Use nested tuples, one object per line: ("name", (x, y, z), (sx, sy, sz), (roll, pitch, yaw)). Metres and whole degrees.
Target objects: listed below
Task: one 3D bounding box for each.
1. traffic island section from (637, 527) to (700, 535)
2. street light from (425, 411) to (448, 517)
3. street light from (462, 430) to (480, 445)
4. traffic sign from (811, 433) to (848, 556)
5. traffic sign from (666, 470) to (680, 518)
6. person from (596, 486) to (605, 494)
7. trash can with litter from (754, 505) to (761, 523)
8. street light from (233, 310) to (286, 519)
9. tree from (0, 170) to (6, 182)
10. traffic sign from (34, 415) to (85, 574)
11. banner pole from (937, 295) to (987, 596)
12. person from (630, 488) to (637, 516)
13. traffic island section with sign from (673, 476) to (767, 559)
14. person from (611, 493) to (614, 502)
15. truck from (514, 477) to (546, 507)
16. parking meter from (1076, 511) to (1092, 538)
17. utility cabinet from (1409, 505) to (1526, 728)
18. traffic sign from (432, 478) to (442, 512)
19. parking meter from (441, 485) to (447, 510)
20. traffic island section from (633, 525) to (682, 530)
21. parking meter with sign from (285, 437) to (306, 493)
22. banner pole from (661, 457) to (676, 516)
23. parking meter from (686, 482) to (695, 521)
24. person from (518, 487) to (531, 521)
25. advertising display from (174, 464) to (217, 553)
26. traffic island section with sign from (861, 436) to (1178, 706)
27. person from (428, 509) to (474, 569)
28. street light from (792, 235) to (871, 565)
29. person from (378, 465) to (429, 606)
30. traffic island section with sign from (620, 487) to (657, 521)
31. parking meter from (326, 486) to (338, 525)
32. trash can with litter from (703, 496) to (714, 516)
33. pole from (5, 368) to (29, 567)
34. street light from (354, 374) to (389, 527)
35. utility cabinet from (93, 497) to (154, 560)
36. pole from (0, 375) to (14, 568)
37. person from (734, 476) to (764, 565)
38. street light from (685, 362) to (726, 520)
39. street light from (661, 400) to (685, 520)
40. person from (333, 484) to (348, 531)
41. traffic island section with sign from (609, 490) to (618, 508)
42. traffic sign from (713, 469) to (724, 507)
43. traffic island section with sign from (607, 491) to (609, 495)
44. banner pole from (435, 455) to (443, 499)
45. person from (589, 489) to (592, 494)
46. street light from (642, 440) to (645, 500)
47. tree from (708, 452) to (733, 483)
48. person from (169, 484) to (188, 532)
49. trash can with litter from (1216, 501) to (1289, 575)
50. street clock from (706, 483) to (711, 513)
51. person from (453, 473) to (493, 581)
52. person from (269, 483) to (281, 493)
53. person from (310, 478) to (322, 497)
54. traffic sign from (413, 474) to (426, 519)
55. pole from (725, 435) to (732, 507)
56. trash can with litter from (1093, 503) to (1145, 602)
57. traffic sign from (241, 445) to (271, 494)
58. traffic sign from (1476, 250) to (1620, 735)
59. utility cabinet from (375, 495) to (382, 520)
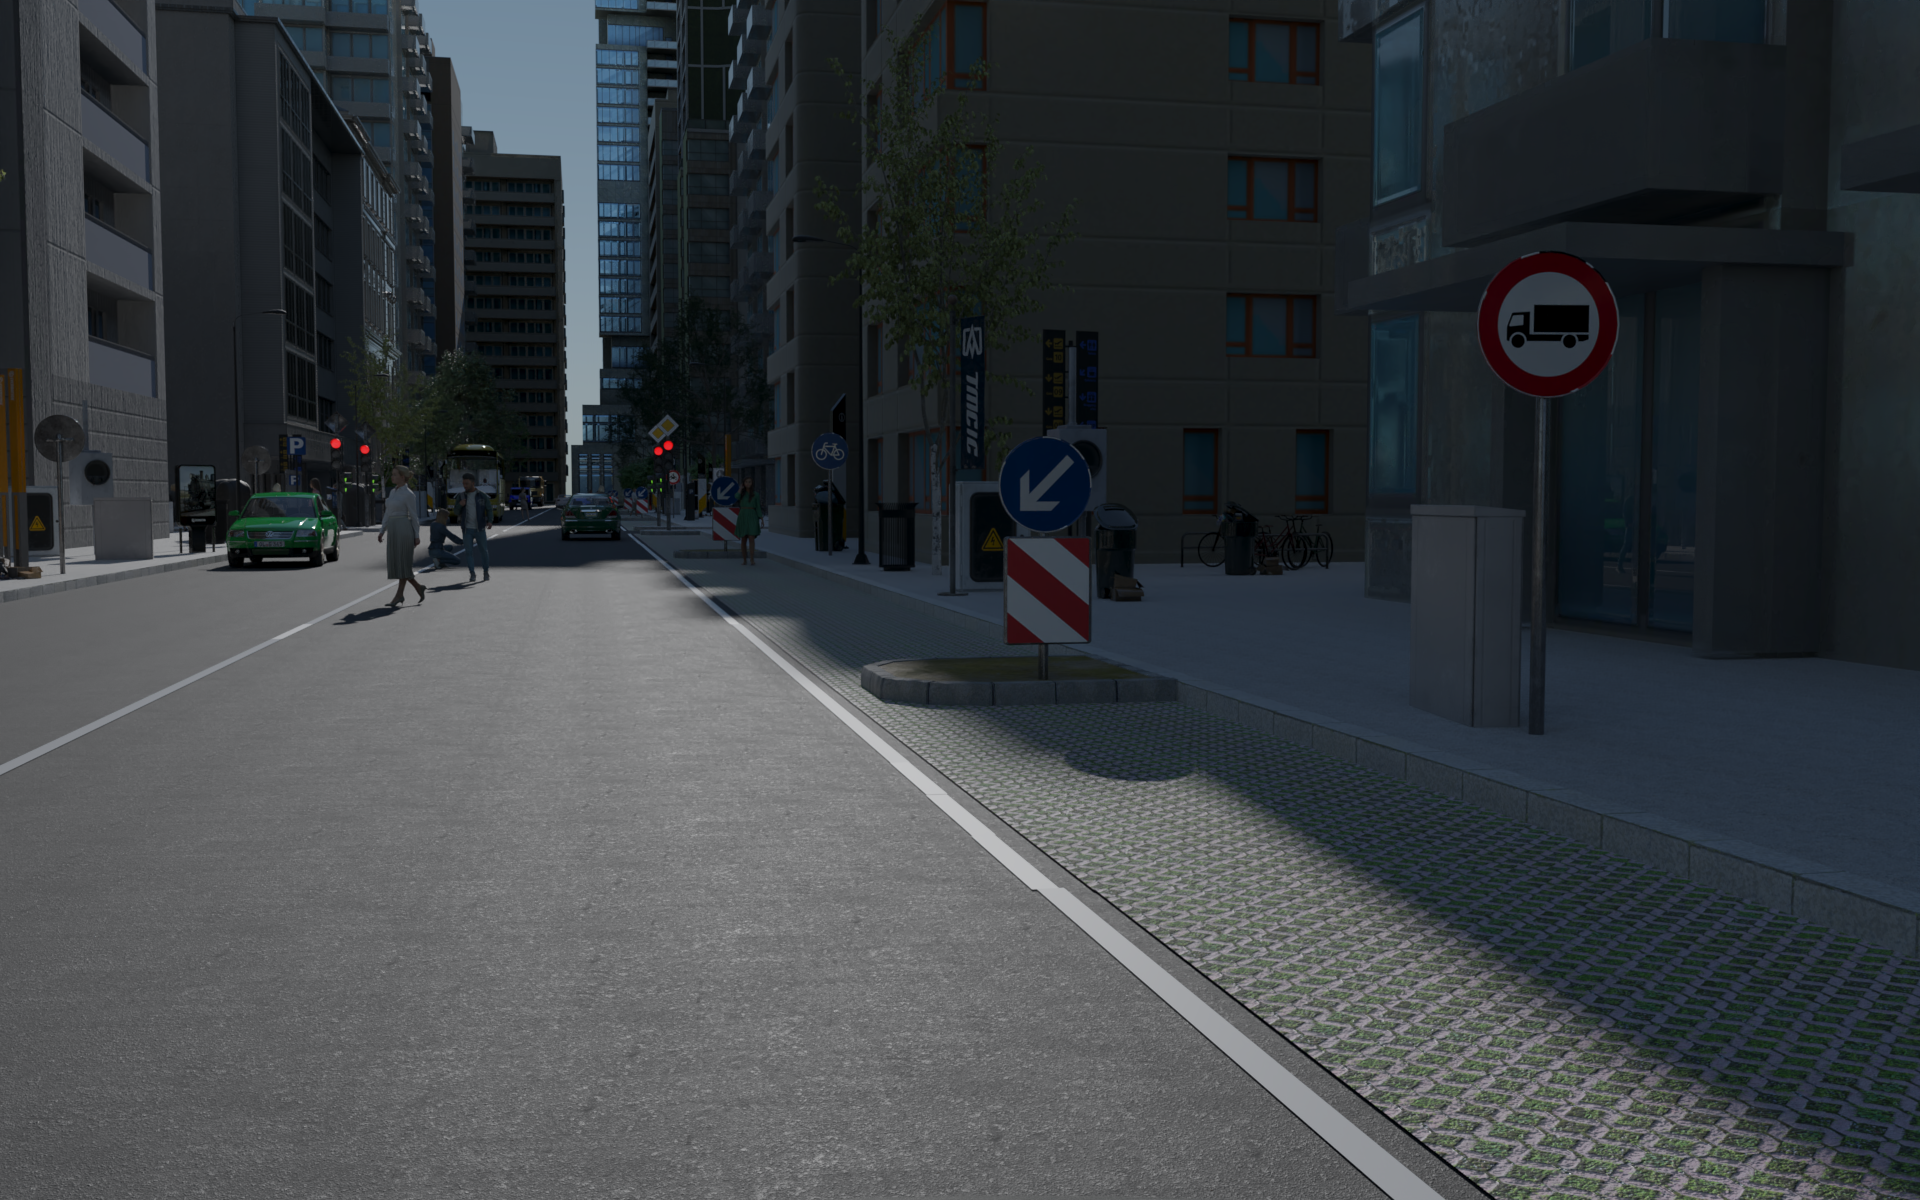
("traffic island section", (-10.253, -2.375, 61.108), (2.009, 0.180, 2.903), (-1, 4, -12))
("street light", (-29.156, -7.573, 96.367), (1.470, 5.913, 1.316), (-1, 4, -12))
("street light", (-35.454, -9.349, 125.399), (1.470, 5.913, 1.316), (-1, 4, -12))
("traffic sign", (-2.701, -2.197, 36.029), (0.768, 2.556, 0.104), (0, 4, -5))
("traffic sign", (-15.116, -5.581, 91.359), (0.768, 2.556, 0.104), (0, 4, -3))
("person", (-15.659, -4.091, 75.573), (0.537, 1.800, 0.526), (1, 4, 13))
("trash can with litter", (-8.819, -3.735, 72.460), (1.055, 1.170, 0.624), (3, 5, 39))
("street light", (-17.658, -4.350, 43.662), (1.470, 5.913, 1.316), (-1, 4, -12))
("tree", (-13.153, -4.266, 20.118), (4.360, 8.622, 3.978), (0, 3, 0))
("traffic sign", (-14.420, -1.691, 27.762), (0.768, 2.556, 0.104), (0, 4, -8))
("banner pole", (0.054, -1.936, 21.667), (0.401, 3.779, 0.863), (-3, 5, -39))
("person", (-20.858, -6.240, 110.747), (0.641, 1.798, 0.478), (3, 4, 36))
("traffic island section with sign", (-5.454, -1.864, 39.099), (1.989, 1.847, 2.006), (-1, 4, -12))
("person", (-27.148, -7.594, 135.257), (0.503, 1.515, 0.523), (2, 4, 32))
("truck", (-48.046, -12.125, 194.160), (3.469, 3.379, 9.791), (-1, 4, -12))
("parking meter", (2.110, -1.453, 29.465), (0.255, 1.863, 0.399), (0, 4, 4))
("utility cabinet", (2.913, 0.072, 9.992), (0.306, 1.237, 1.020), (0, 4, -5))
("traffic sign", (-32.456, -6.444, 107.485), (0.606, 2.300, 0.079), (0, 4, -4))
("parking meter", (-32.359, -6.294, 108.621), (0.255, 1.863, 0.399), (1, 4, 14))
("traffic island section", (-11.956, -2.852, 68.910), (2.009, 0.180, 2.903), (-1, 4, -12))
("parking meter with sign", (-20.637, -3.513, 53.699), (0.543, 3.016, 1.738), (-2, 4, -26))
("banner pole", (-17.059, -6.828, 101.658), (0.863, 3.779, 0.401), (0, 4, 7))
("parking meter", (-12.965, -4.743, 83.264), (0.399, 1.863, 0.255), (-2, 4, -23))
("person", (-23.022, -5.061, 91.582), (0.599, 1.781, 0.374), (1, 4, 21))
("advertising display", (-16.664, -1.993, 37.793), (0.123, 1.923, 0.974), (2, 4, 27))
("traffic island section with sign", (0.324, -0.244, 12.617), (1.989, 1.847, 2.006), (-1, 4, -12))
("person", (-10.000, -1.199, 33.598), (0.738, 1.151, 1.012), (-3, 5, -41))
("street light", (-2.329, -3.597, 31.356), (1.470, 5.913, 1.316), (-1, 4, -12))
("person", (-7.158, -0.832, 22.334), (0.641, 1.798, 0.478), (-3, 5, -43))
("traffic island section with sign", (-17.200, -5.157, 92.947), (1.989, 1.847, 2.006), (-1, 4, -12))
("parking meter", (-20.925, -3.016, 57.717), (0.372, 1.533, 0.369), (0, 3, 0))
("trash can with litter", (-14.358, -5.435, 99.920), (1.678, 1.210, 2.233), (-2, 4, -29))
("pole", (-15.324, -2.100, 28.182), (0.158, 3.312, 0.155), (0, 3, 0))
("street light", (-22.735, -5.772, 66.921), (1.470, 5.913, 1.316), (-1, 4, -12))
("utility cabinet", (-16.345, -1.388, 33.858), (1.020, 1.237, 0.306), (-1, 4, -21))
("pole", (-16.406, -2.189, 29.632), (0.158, 3.312, 0.155), (0, 3, 0))
("person", (-4.231, -1.585, 34.666), (0.600, 1.795, 0.529), (-1, 4, -15))
("street light", (-8.851, -5.427, 61.266), (1.470, 5.913, 1.316), (-1, 4, -12))
("street light", (-13.868, -6.831, 84.230), (1.470, 5.913, 1.316), (-1, 4, -12))
("person", (-23.150, -3.404, 64.252), (0.767, 1.812, 0.694), (0, 4, 3))
("traffic island section with sign", (-23.036, -6.791, 119.657), (1.989, 1.847, 2.006), (-1, 4, -12))
("traffic sign", (-9.457, -4.061, 68.527), (0.606, 2.300, 0.079), (0, 4, -8))
("traffic island section with sign", (-33.668, -9.768, 168.331), (1.989, 1.847, 2.006), (-1, 4, -12))
("banner pole", (-33.166, -7.357, 110.302), (0.401, 3.779, 0.863), (1, 4, 23))
("person", (-29.682, -8.016, 139.576), (0.388, 1.821, 0.555), (0, 4, -4))
("street light", (-20.252, -8.621, 113.501), (1.470, 5.913, 1.316), (-1, 4, -12))
("tree", (-18.455, -8.816, 127.856), (4.285, 4.588, 4.351), (0, 3, 0))
("person", (-28.242, -3.333, 63.217), (1.509, 1.804, 0.699), (0, 4, -7))
("trash can with litter", (4.651, -0.986, 27.515), (1.055, 1.170, 0.624), (-1, 4, -12))
("street clock", (-17.039, -6.884, 117.130), (0.358, 2.002, 0.471), (3, 5, 45))
("person", (-8.004, -1.202, 28.494), (0.623, 1.781, 0.721), (-1, 4, -19))
("person", (-23.784, -3.152, 60.226), (0.537, 1.800, 0.526), (-1, 4, -15))
("person", (-16.204, -2.136, 43.428), (0.388, 1.821, 0.555), (-2, 4, -33))
("traffic sign", (-28.073, -5.374, 89.996), (0.606, 2.300, 0.079), (-1, 4, -12))
("pole", (-7.953, -4.013, 59.462), (0.158, 3.312, 0.155), (0, 3, 0))
("trash can with litter", (2.003, -0.592, 21.070), (0.624, 1.170, 1.055), (-1, 4, -12))
("traffic sign", (-18.410, -2.765, 45.314), (0.768, 2.556, 0.104), (0, 4, -4))
("traffic sign", (3.080, -0.555, 9.177), (0.768, 2.556, 0.104), (0, 4, -4))
("utility cabinet", (-28.464, -4.557, 85.675), (1.020, 1.237, 0.306), (-2, 4, -34))
